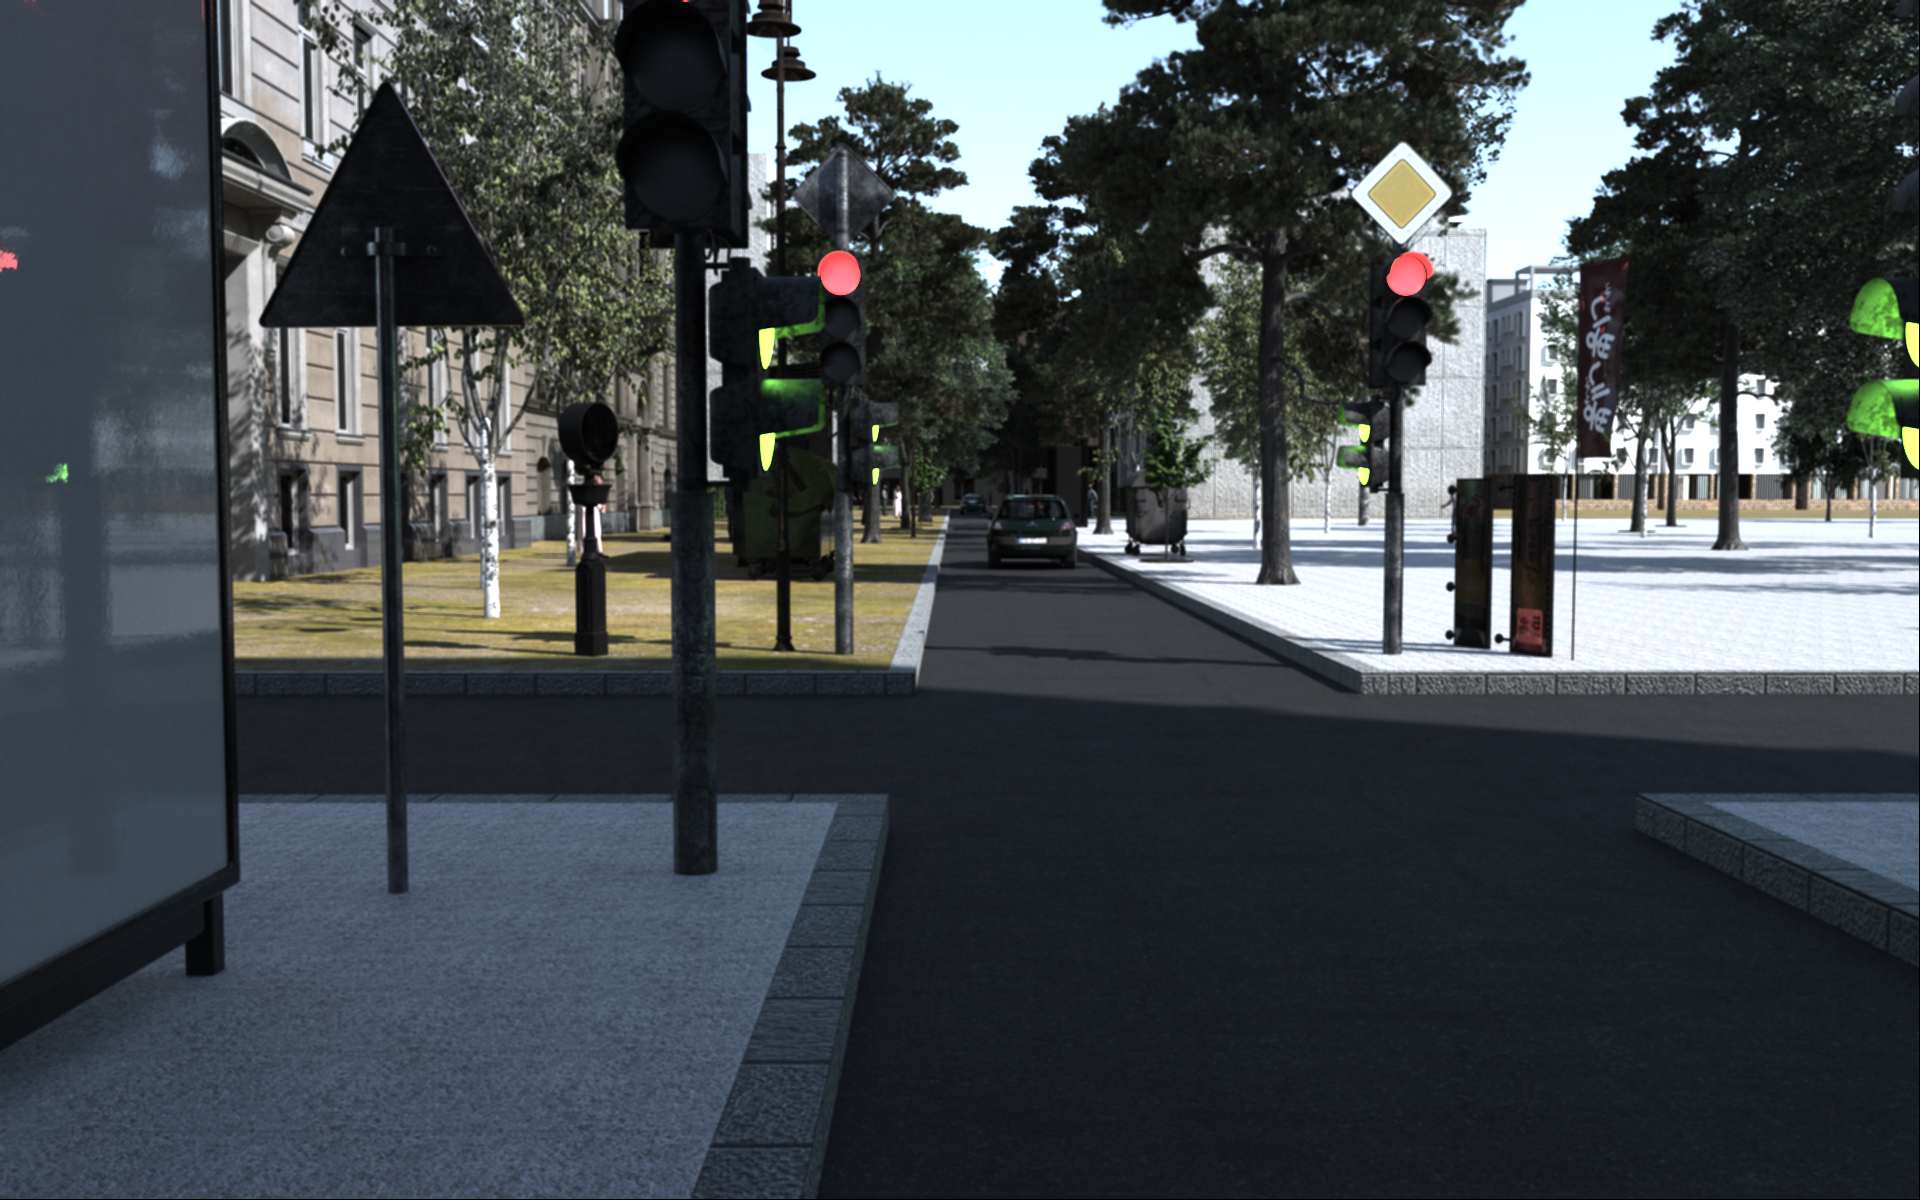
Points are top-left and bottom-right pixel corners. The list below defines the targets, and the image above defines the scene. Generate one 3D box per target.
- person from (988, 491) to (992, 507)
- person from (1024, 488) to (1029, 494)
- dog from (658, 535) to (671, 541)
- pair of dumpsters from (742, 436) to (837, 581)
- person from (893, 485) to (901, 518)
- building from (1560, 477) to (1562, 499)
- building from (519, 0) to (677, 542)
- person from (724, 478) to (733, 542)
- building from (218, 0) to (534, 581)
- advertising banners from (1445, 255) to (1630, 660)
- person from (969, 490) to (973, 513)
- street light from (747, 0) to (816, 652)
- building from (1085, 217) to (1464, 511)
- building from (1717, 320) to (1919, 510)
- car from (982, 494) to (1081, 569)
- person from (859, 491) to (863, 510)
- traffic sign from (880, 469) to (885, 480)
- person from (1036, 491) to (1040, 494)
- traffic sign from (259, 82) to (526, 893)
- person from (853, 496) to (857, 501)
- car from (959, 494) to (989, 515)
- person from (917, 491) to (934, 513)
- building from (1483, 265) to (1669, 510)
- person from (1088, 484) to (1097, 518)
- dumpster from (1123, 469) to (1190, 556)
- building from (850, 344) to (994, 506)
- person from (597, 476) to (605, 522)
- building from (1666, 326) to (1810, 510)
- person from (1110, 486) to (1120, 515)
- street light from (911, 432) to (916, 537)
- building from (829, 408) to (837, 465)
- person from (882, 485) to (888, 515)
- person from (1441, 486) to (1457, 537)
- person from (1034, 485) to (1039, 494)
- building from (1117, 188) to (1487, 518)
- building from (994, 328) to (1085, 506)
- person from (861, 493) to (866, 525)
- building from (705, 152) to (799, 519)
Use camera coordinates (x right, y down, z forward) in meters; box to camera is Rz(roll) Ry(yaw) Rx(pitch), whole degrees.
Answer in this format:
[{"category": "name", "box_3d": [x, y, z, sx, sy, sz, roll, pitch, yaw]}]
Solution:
[{"category": "person", "box_3d": [2.958, -9.724, 168.401, 0.530, 1.710, 0.541, 1, 4, 10]}, {"category": "person", "box_3d": [5.449, -8.396, 143.842, 0.721, 1.766, 1.217, 3, 5, 42]}, {"category": "dog", "box_3d": [-7.872, -1.794, 47.073, 0.550, 0.427, 0.748, -2, 4, -33]}, {"category": "pair of dumpsters", "box_3d": [-2.643, -1.534, 27.578, 1.574, 2.255, 4.436, 0, 4, 0]}, {"category": "person", "box_3d": [-3.285, -5.190, 91.573, 0.621, 1.740, 0.551, 2, 4, 29]}, {"category": "building", "box_3d": [51.213, -14.872, 185.307, 28.070, 9.664, 9.099, 0, 4, 0]}, {"category": "building", "box_3d": [-16.600, -14.659, 58.754, 14.460, 24.649, 34.723, 0, 4, 0]}, {"category": "person", "box_3d": [-5.973, -2.448, 46.511, 0.568, 1.767, 0.683, 3, 5, 42]}, {"category": "building", "box_3d": [-16.540, -15.007, 31.261, 13.634, 28.700, 20.117, 0, 4, 0]}, {"category": "advertising banners", "box_3d": [4.543, -1.074, 13.751, 0.090, 3.025, 2.074, -1, 4, -20]}, {"category": "person", "box_3d": [0.853, -7.595, 133.472, 0.721, 1.735, 1.217, 3, 5, 42]}, {"category": "street light", "box_3d": [-1.441, -2.521, 14.000, 0.468, 5.910, 1.993, 0, 4, 0]}, {"category": "building", "box_3d": [25.611, -18.157, 140.836, 27.936, 21.610, 32.646, 0, 4, 0]}, {"category": "building", "box_3d": [75.113, -17.933, 149.626, 11.380, 20.091, 16.016, 0, 4, 0]}, {"category": "car", "box_3d": [1.423, -1.513, 34.527, 2.009, 1.686, 4.222, 0, 4, 2]}, {"category": "person", "box_3d": [-8.076, -8.298, 141.816, 0.705, 1.812, 1.348, 0, 4, -3]}, {"category": "traffic sign", "box_3d": [-3.410, -4.246, 69.534, 0.768, 2.556, 0.104, 0, 4, 1]}, {"category": "person", "box_3d": [4.304, -5.303, 96.006, 0.557, 1.426, 1.065, -1, 4, -21]}, {"category": "traffic sign", "box_3d": [-1.813, -0.337, 5.515, 0.884, 2.594, 0.081, 0, 4, 7]}, {"category": "person", "box_3d": [-6.374, -5.483, 95.711, 1.348, 1.822, 0.705, -2, 4, -24]}, {"category": "car", "box_3d": [0.946, -6.777, 122.594, 2.131, 1.459, 4.920, 0, 4, 2]}, {"category": "person", "box_3d": [-1.822, -5.165, 91.017, 0.617, 1.759, 0.750, 3, 5, 45]}, {"category": "building", "box_3d": [51.940, -17.926, 149.516, 11.380, 20.091, 16.016, 0, 4, 0]}, {"category": "person", "box_3d": [7.061, -5.380, 94.086, 0.705, 1.814, 1.350, -3, 4, -36]}, {"category": "dumpster", "box_3d": [4.137, -1.876, 36.431, 1.264, 1.857, 1.865, 0, 4, 0]}, {"category": "building", "box_3d": [-11.843, -21.476, 195.112, 32.646, 21.610, 27.936, 0, 4, 0]}, {"category": "person", "box_3d": [-7.557, -1.776, 36.024, 0.436, 1.711, 0.756, 2, 4, 33]}, {"category": "building", "box_3d": [63.320, -17.933, 149.619, 11.380, 20.091, 16.016, 0, 4, 0]}, {"category": "person", "box_3d": [9.088, -6.076, 105.404, 1.348, 1.821, 0.705, 2, 4, 29]}, {"category": "street light", "box_3d": [-1.379, -4.790, 51.106, 0.468, 5.910, 1.993, 0, 4, 0]}, {"category": "building", "box_3d": [-25.737, -17.268, 148.783, 31.486, 18.905, 16.747, 0, 4, 0]}, {"category": "person", "box_3d": [-4.521, -6.006, 104.331, 0.705, 1.814, 1.350, 0, 4, 5]}, {"category": "person", "box_3d": [13.868, -2.454, 48.127, 0.963, 1.587, 0.435, 0, 4, 4]}, {"category": "person", "box_3d": [6.328, -8.577, 146.219, 0.705, 1.831, 1.348, 2, 4, 24]}, {"category": "building", "box_3d": [19.793, -14.817, 108.721, 16.747, 18.905, 31.486, 0, 4, 0]}, {"category": "building", "box_3d": [20.807, -21.404, 193.924, 32.646, 21.610, 27.936, 0, 4, 0]}, {"category": "person", "box_3d": [-3.790, -4.016, 72.505, 0.742, 1.727, 0.445, 0, 4, 3]}, {"category": "building", "box_3d": [-18.404, -14.630, 105.661, 16.747, 18.905, 31.486, 0, 4, 0]}]
